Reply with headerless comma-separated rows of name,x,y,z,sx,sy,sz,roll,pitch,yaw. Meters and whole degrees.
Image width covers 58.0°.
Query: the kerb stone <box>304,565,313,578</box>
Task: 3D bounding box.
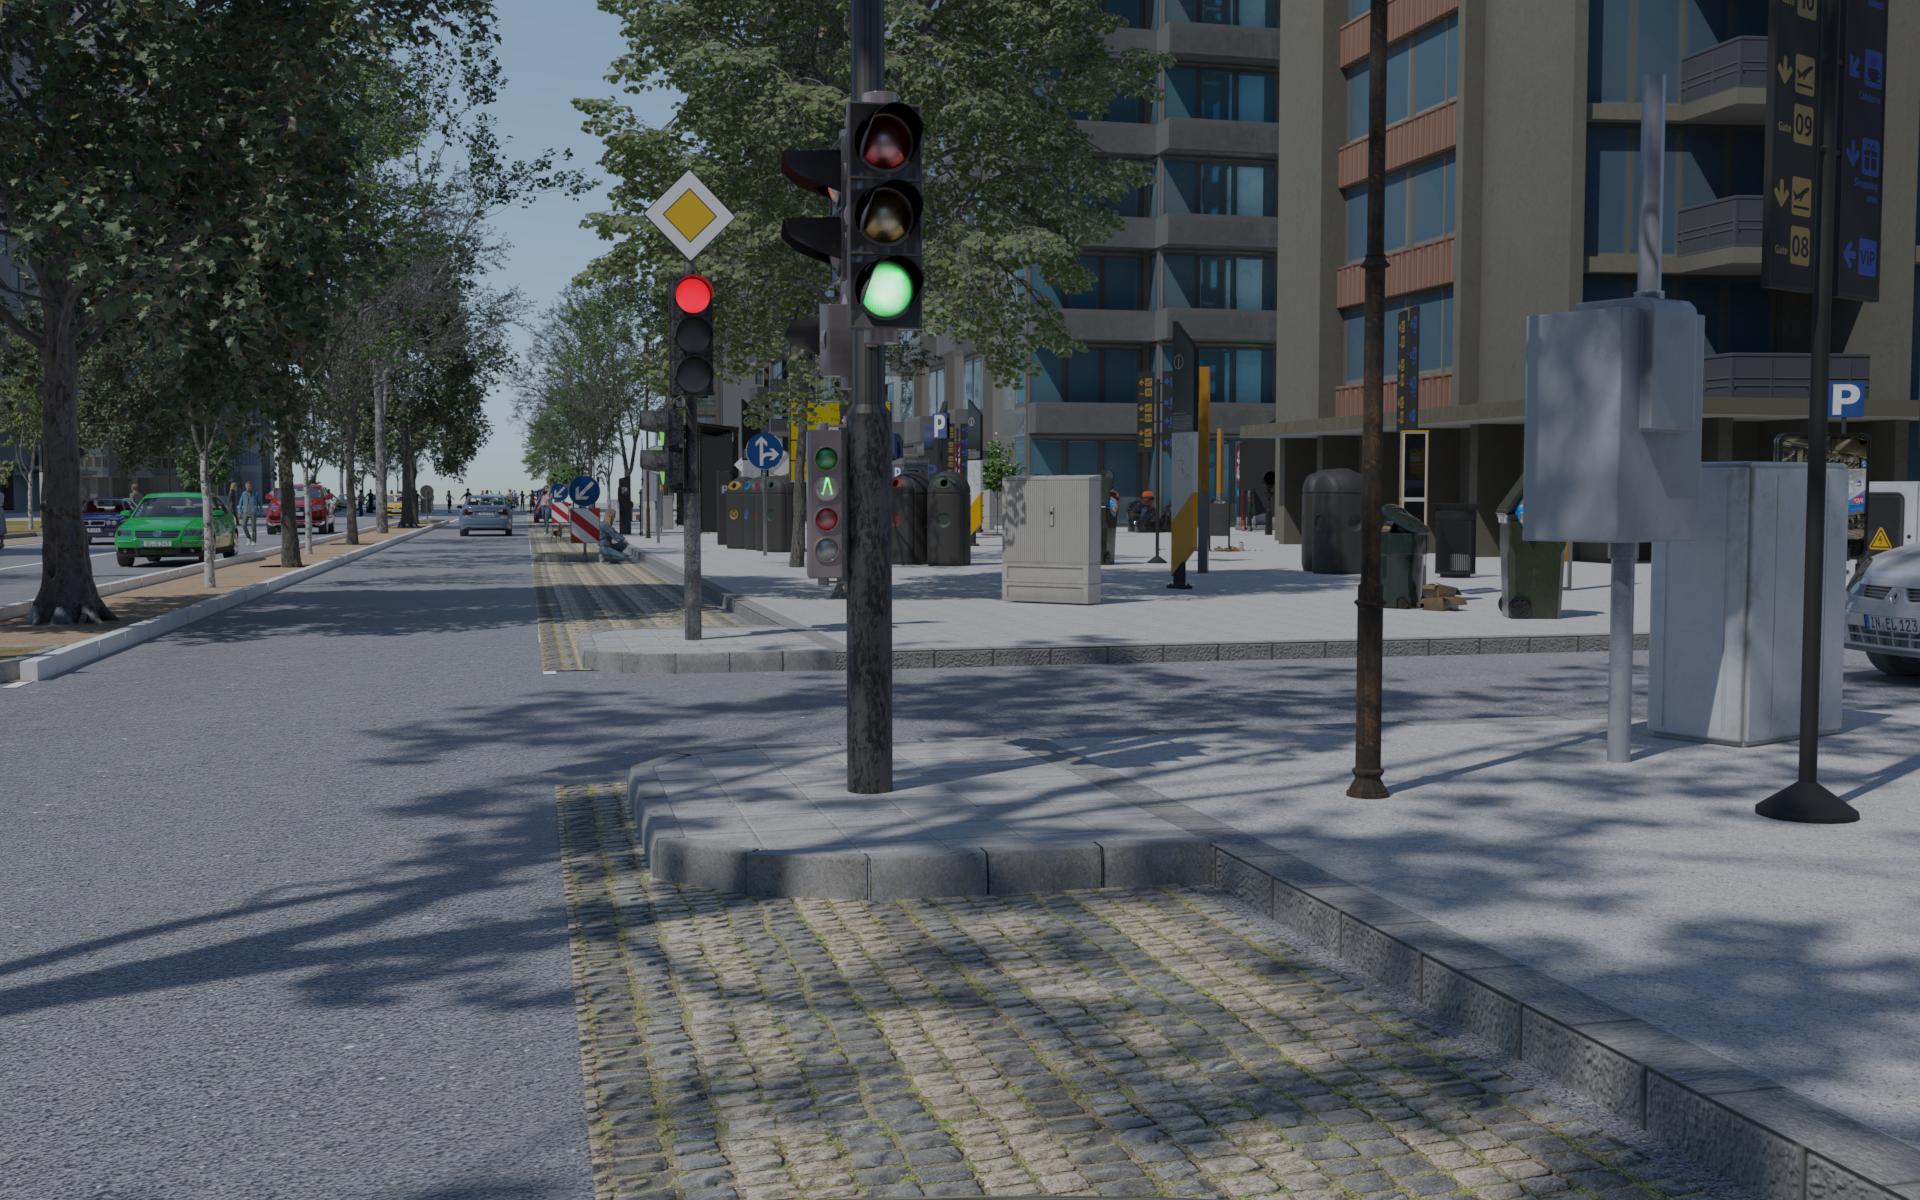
kerb stone,-11.239,-0.451,29.629,0.120,0.150,1.000,-1,4,-14

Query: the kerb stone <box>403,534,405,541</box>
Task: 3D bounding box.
kerb stone,-16.986,-1.852,52.479,0.120,0.150,1.000,-1,4,-14

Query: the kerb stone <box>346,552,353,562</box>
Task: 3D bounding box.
kerb stone,-12.986,-0.880,36.585,0.120,0.150,1.000,-1,4,-14

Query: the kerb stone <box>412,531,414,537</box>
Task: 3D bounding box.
kerb stone,-17.985,-2.094,56.451,0.120,0.150,1.000,-1,4,-14

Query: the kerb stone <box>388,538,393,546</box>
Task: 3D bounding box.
kerb stone,-15.734,-1.549,47.518,0.120,0.150,1.000,-1,4,-14

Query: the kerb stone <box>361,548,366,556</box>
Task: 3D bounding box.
kerb stone,-13.747,-1.061,39.572,0.120,0.150,1.000,-1,4,-14

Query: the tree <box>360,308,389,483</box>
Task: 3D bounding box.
tree,-15.315,-5.360,40.461,4.360,8.622,3.978,0,3,0

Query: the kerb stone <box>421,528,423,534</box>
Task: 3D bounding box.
kerb stone,-19.237,-2.400,61.442,0.120,0.150,1.000,-1,4,-14

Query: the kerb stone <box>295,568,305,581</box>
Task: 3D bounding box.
kerb stone,-10.994,-0.394,28.637,0.120,0.150,1.000,-1,4,-14

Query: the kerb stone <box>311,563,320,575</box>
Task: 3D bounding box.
kerb stone,-11.485,-0.515,30.621,0.120,0.150,1.000,-1,4,-14

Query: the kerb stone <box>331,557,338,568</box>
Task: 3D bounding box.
kerb stone,-12.236,-0.698,33.604,0.120,0.150,1.000,-1,4,-14

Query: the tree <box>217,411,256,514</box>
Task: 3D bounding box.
tree,-47.148,-9.890,112.066,4.737,8.622,4.395,0,3,0

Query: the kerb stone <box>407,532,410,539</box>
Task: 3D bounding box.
kerb stone,-17.484,-1.974,54.466,0.120,0.150,1.000,-1,4,-14

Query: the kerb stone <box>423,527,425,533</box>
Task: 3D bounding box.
kerb stone,-19.483,-2.461,62.439,0.120,0.150,1.000,-1,4,-14

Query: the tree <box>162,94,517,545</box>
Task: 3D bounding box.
tree,-17.139,-8.291,48.380,12.009,13.543,11.850,0,3,0

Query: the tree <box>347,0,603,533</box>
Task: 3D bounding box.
tree,-19.527,-12.429,61.566,12.611,20.169,13.585,0,3,0

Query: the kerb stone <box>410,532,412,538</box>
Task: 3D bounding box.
kerb stone,-17.730,-2.034,55.458,0.120,0.150,1.000,-1,4,-14

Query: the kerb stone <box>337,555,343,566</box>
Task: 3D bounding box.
kerb stone,-12.487,-0.758,34.595,0.120,0.150,1.000,-1,4,-14

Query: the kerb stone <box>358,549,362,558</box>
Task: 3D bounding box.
kerb stone,-13.496,-0.999,38.576,0.120,0.150,1.000,-1,4,-14

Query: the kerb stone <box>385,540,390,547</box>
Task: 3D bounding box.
kerb stone,-15.495,-1.482,46.524,0.120,0.150,1.000,-1,4,-14

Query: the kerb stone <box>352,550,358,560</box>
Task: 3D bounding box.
kerb stone,-13.238,-0.940,37.576,0.120,0.150,1.000,-1,4,-14

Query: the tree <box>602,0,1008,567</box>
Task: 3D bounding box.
tree,-2.546,-5.861,30.248,7.601,10.594,8.767,-2,4,-25

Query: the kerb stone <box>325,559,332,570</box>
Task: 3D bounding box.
kerb stone,-11.985,-0.637,32.610,0.120,0.150,1.000,-1,4,-14

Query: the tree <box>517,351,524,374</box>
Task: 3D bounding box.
tree,-23.241,-9.359,72.486,9.611,12.733,9.660,0,3,0

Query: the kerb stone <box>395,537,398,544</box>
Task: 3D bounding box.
kerb stone,-16.235,-1.670,49.505,0.120,0.150,1.000,-1,4,-14

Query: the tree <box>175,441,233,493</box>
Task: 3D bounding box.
tree,-41.876,-6.872,96.070,4.285,4.588,4.351,0,3,0

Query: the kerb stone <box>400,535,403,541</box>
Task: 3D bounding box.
kerb stone,-16.736,-1.792,51.488,0.120,0.150,1.000,-1,4,-14

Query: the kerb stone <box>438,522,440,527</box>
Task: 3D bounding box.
kerb stone,-22.239,-3.130,73.377,0.120,0.150,1.000,-1,4,-14

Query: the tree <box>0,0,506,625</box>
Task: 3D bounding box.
tree,-9.911,-6.076,18.801,9.611,12.733,9.660,0,3,0

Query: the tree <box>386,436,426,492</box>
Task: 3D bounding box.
tree,-76.927,-18.539,237.524,7.601,10.594,8.767,-2,4,-32

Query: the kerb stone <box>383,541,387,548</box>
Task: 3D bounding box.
kerb stone,-15.242,-1.419,45.534,0.120,0.150,1.000,-1,4,-14

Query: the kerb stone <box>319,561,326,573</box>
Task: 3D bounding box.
kerb stone,-11.735,-0.576,31.615,0.120,0.150,1.000,-1,4,-14

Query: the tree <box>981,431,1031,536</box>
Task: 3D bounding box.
tree,1.075,-3.614,53.695,1.663,3.219,1.824,0,3,0

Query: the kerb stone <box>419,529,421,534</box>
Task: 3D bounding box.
kerb stone,-18.982,-2.338,60.429,0.120,0.150,1.000,-1,4,-14

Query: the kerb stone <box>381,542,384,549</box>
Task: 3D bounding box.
kerb stone,-14.984,-1.362,44.545,0.120,0.150,1.000,-1,4,-14

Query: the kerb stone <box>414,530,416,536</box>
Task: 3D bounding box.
kerb stone,-18.233,-2.156,57.443,0.120,0.150,1.000,-1,4,-14

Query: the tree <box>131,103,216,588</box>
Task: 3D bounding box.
tree,-11.334,-4.467,25.861,4.360,8.622,3.978,0,3,0

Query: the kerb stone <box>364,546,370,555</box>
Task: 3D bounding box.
kerb stone,-13.994,-1.121,40.564,0.120,0.150,1.000,-1,4,-14

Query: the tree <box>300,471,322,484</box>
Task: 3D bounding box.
tree,-53.719,-9.121,143.723,1.663,3.219,1.824,0,3,0

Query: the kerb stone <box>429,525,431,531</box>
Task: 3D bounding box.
kerb stone,-20.486,-2.705,66.421,0.120,0.150,1.000,-1,4,-14

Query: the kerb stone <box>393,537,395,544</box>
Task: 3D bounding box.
kerb stone,-15.992,-1.610,48.512,0.120,0.150,1.000,-1,4,-14

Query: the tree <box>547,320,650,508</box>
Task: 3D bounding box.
tree,-14.983,-7.472,72.522,4.360,8.622,3.978,0,3,0

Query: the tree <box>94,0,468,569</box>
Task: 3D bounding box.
tree,-13.147,-6.436,33.434,9.928,11.665,9.643,0,3,0

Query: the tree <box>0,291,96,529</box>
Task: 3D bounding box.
tree,-33.814,-6.888,62.979,4.737,8.622,4.395,0,3,0

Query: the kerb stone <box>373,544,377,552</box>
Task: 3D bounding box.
kerb stone,-14.492,-1.246,42.561,0.120,0.150,1.000,-1,4,-14

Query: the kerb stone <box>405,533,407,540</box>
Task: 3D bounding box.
kerb stone,-17.240,-1.911,53.474,0.120,0.150,1.000,-1,4,-14

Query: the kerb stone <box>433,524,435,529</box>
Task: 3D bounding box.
kerb stone,-21.235,-2.887,69.398,0.120,0.150,1.000,-1,4,-14

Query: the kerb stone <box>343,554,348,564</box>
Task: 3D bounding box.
kerb stone,-12.743,-0.819,35.589,0.120,0.150,1.000,-1,4,-14

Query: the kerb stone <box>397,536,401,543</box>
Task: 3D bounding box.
kerb stone,-16.481,-1.727,50.497,0.120,0.150,1.000,-1,4,-14

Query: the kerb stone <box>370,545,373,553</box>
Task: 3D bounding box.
kerb stone,-14.246,-1.183,41.565,0.120,0.150,1.000,-1,4,-14

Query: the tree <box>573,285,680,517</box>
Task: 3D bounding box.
tree,-21.251,-11.518,98.683,12.009,13.543,11.850,0,3,0

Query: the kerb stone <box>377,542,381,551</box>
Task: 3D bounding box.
kerb stone,-14.739,-1.306,43.553,0.120,0.150,1.000,-1,4,-14

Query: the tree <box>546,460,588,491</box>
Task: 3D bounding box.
tree,-42.176,-12.224,183.581,4.285,4.588,4.351,0,3,0

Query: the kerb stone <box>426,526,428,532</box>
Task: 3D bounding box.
kerb stone,-19.989,-2.580,64.423,0.120,0.150,1.000,-1,4,-14

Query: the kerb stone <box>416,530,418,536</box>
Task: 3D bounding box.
kerb stone,-18.484,-2.216,58.444,0.120,0.150,1.000,-1,4,-14

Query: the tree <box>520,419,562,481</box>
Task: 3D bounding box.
tree,-55.429,-19.298,233.652,7.486,12.596,7.792,0,3,0

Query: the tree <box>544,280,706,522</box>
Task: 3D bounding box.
tree,-15.236,-9.410,79.612,9.928,11.665,9.643,0,3,0

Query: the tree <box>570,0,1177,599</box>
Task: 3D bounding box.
tree,-0.971,-6.303,21.183,7.486,12.596,7.792,0,3,0
